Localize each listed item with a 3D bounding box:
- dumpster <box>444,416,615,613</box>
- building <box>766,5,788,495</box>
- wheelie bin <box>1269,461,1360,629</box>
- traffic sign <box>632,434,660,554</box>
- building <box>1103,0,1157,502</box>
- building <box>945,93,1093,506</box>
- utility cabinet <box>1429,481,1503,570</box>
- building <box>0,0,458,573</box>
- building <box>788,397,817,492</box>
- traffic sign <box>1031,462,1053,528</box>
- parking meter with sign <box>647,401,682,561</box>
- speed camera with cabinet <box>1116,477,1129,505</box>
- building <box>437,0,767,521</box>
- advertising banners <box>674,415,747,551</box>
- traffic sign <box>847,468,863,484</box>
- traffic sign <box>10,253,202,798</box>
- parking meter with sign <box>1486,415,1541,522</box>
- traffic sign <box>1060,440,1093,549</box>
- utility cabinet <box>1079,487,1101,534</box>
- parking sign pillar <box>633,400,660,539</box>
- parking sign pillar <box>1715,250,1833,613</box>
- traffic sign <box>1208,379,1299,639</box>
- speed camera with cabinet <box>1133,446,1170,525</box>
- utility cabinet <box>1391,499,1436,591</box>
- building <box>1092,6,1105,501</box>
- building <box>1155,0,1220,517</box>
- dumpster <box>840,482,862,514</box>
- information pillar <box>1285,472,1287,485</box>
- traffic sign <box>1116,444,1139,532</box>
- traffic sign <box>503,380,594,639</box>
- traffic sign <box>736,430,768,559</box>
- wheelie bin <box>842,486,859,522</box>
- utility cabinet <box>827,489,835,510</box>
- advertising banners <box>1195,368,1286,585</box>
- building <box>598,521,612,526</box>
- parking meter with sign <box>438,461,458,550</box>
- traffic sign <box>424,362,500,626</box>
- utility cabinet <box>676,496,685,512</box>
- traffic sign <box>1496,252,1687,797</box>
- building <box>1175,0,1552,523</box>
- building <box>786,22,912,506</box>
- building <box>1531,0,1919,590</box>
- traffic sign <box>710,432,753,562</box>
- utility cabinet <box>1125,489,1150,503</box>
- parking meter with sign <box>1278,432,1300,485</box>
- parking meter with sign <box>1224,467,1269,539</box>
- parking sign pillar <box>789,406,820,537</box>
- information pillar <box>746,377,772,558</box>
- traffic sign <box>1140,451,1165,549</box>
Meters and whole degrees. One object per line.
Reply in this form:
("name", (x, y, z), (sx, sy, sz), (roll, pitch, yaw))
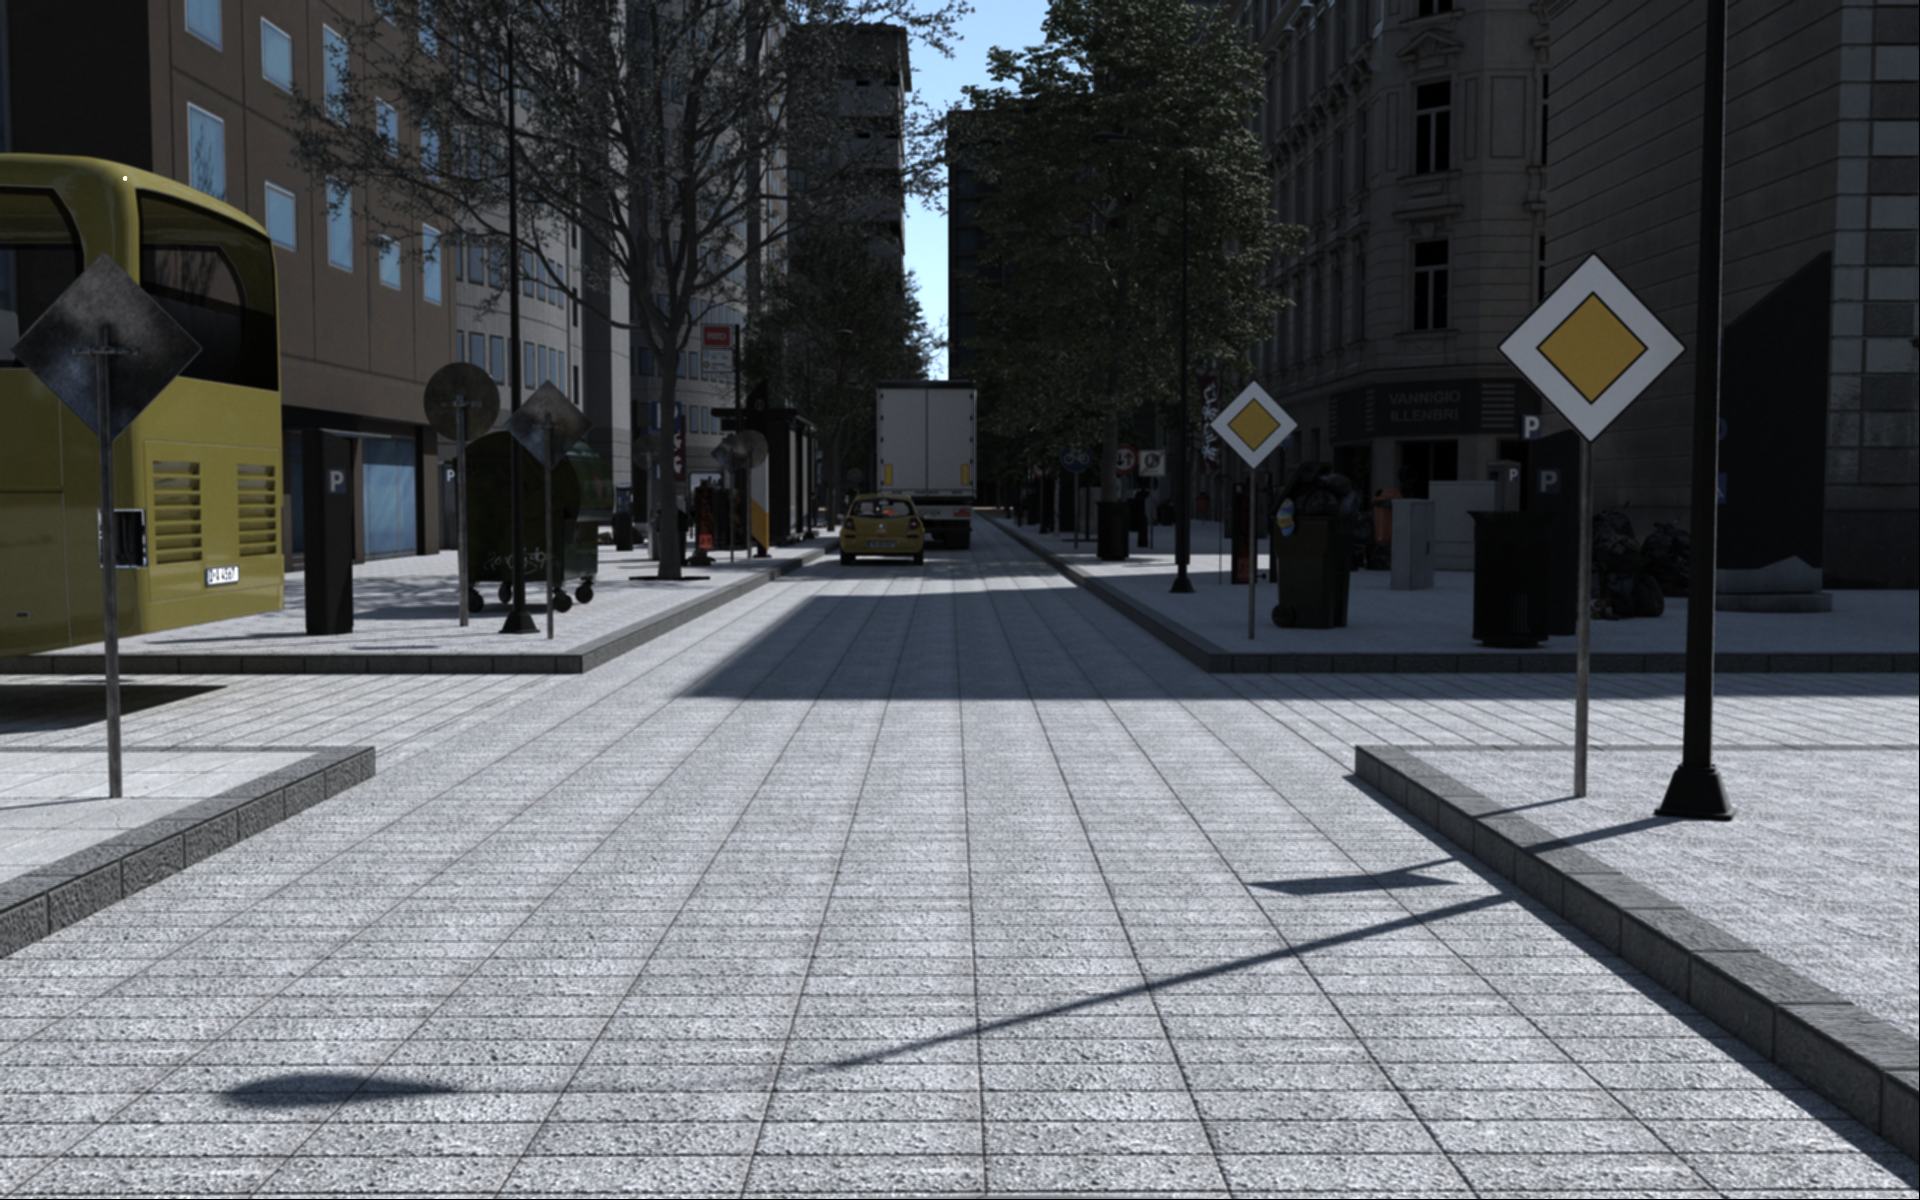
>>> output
("dumpster", (-4.812, -1.037, 19.452), (1.502, 2.255, 1.985), (0, 4, 0))
("building", (-20.134, -29.107, 126.005), (14.600, 45.320, 14.200), (0, 4, 0))
("wheelie bin", (3.442, -0.539, 16.716), (0.693, 1.594, 0.980), (3, 4, 38))
("traffic sign", (-6.605, -2.245, 36.805), (0.768, 2.556, 0.104), (0, 4, 6))
("building", (21.385, -30.215, 117.721), (21.300, 48.544, 21.600), (0, 4, 0))
("building", (11.137, -32.874, 192.108), (28.867, 44.769, 22.147), (0, 4, 0))
("utility cabinet", (8.419, -1.235, 28.873), (1.173, 1.500, 0.318), (3, 5, 42))
("building", (-17.658, -23.173, 28.984), (14.600, 45.320, 14.200), (0, 4, 0))
("building", (-28.563, -50.929, 145.355), (31.000, 86.520, 22.319), (0, 4, 0))
("traffic sign", (2.696, -3.476, 56.935), (0.768, 2.556, 0.104), (0, 4, 2))
("parking meter with sign", (-5.752, -2.271, 33.393), (0.543, 3.016, 1.738), (-1, 4, -17))
("speed camera with cabinet", (8.837, -5.860, 90.154), (2.038, 3.252, 0.660), (-3, 5, -44))
("building", (-23.601, -34.357, 103.739), (21.231, 58.520, 28.212), (0, 4, 0))
("advertising banners", (-5.665, -2.594, 38.604), (2.074, 3.025, 0.090), (-3, 4, -38))
("traffic sign", (-5.132, -5.160, 84.469), (0.768, 2.556, 0.104), (0, 4, 1))
("traffic sign", (-3.567, -0.221, 7.262), (0.795, 2.450, 0.064), (0, 4, 0))
("parking meter with sign", (12.210, -2.608, 38.899), (0.543, 3.016, 1.738), (-2, 4, -23))
("traffic sign", (2.734, -2.480, 40.659), (0.768, 2.556, 0.104), (0, 4, 4))
("utility cabinet", (4.178, -2.874, 55.671), (0.318, 1.500, 1.173), (-1, 4, -17))
("parking sign pillar", (-8.973, -3.773, 50.167), (1.447, 3.967, 1.447), (1, 4, 17))
("parking sign pillar", (8.946, -1.882, 19.243), (1.447, 3.967, 1.447), (-1, 4, -17))
("traffic sign", (2.576, -0.711, 15.266), (0.795, 2.450, 0.064), (0, 4, 0))
("speed camera with cabinet", (7.908, -4.721, 71.523), (0.660, 3.252, 2.038), (-2, 4, -25))
("utility cabinet", (6.146, -0.752, 23.459), (0.306, 1.237, 1.020), (2, 4, 32))
("building", (21.423, -36.714, 142.277), (21.231, 58.520, 28.212), (0, 4, 0))
("building", (18.163, -25.457, 99.819), (14.154, 41.232, 14.086), (0, 4, 0))
("dumpster", (-5.236, -4.596, 80.908), (1.264, 1.857, 1.865), (0, 4, 0))
("information pillar", (10.978, -3.236, 57.407), (0.304, 2.012, 0.304), (-2, 4, -26))
("traffic sign", (4.196, -2.704, 44.318), (0.768, 2.556, 0.104), (0, 4, 3))
("traffic sign", (-3.618, -0.710, 15.247), (0.795, 2.450, 0.064), (0, 4, 0))
("traffic sign", (-4.178, -2.091, 34.296), (0.768, 2.556, 0.104), (1, 4, 9))
("wheelie bin", (-4.264, -3.663, 67.795), (0.693, 1.594, 0.980), (0, 4, 1))
("utility cabinet", (-5.491, -3.993, 73.962), (0.318, 1.500, 1.173), (0, 4, -2))
("advertising banners", (4.082, -1.740, 24.641), (2.074, 3.025, 0.090), (-3, 4, -36))
("building", (-24.338, -31.541, 57.691), (21.231, 58.520, 28.212), (0, 4, 0))
("parking meter with sign", (-12.012, -2.683, 40.127), (1.738, 3.016, 0.543), (3, 4, 36))
("traffic sign", (-4.815, -1.017, 16.737), (0.768, 2.556, 0.104), (0, 4, 7))
("utility cabinet", (-9.337, -2.744, 56.019), (1.020, 1.237, 0.306), (3, 5, 42))
("traffic sign", (2.627, -0.223, 7.281), (0.795, 2.450, 0.064), (0, 4, 0))
("building", (19.751, -17.857, 68.372), (17.030, 29.872, 44.131), (0, 4, 0))
("building", (-17.247, -37.108, 195.949), (27.495, 52.752, 28.713), (0, 4, 0))
("building", (23.645, -14.117, 28.082), (25.104, 27.353, 12.463), (0, 4, 0))
("traffic sign", (-4.273, -1.910, 32.422), (0.795, 2.450, 0.064), (0, 4, 1))
("utility cabinet", (8.050, -4.290, 78.826), (1.173, 1.500, 0.318), (0, 4, -5))
("parking meter with sign", (8.494, -2.878, 43.309), (0.543, 3.016, 1.738), (-1, 4, -21))
("parking meter with sign", (8.489, -3.276, 49.816), (1.738, 3.016, 0.543), (1, 4, 23))
("parking sign pillar", (-4.985, -3.911, 52.416), (1.447, 3.967, 1.447), (-2, 4, -26))
("information pillar", (-4.060, -2.659, 34.828), (0.504, 3.616, 0.183), (2, 4, 27))
("traffic sign", (4.478, -2.343, 40.430), (0.606, 2.300, 0.079), (0, 4, 3))
